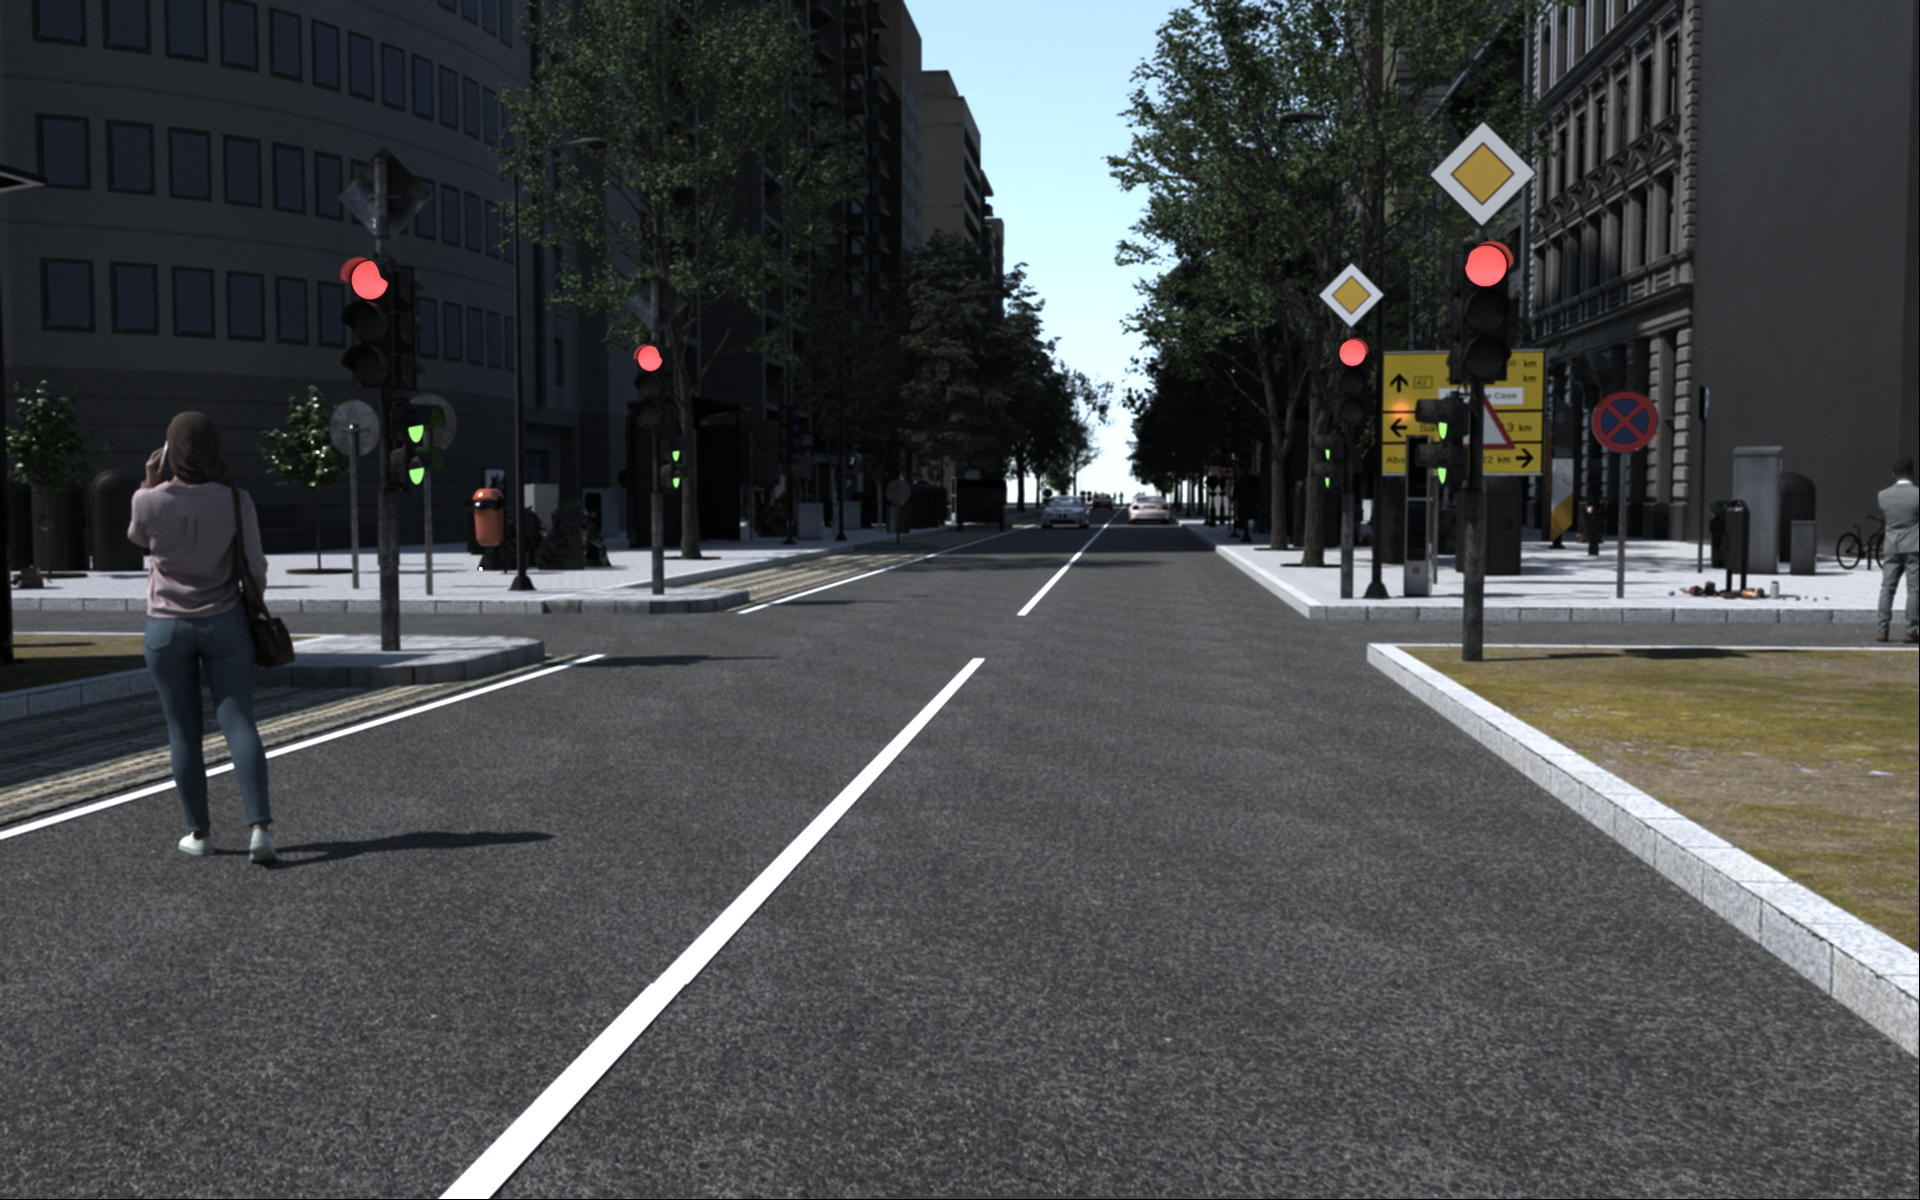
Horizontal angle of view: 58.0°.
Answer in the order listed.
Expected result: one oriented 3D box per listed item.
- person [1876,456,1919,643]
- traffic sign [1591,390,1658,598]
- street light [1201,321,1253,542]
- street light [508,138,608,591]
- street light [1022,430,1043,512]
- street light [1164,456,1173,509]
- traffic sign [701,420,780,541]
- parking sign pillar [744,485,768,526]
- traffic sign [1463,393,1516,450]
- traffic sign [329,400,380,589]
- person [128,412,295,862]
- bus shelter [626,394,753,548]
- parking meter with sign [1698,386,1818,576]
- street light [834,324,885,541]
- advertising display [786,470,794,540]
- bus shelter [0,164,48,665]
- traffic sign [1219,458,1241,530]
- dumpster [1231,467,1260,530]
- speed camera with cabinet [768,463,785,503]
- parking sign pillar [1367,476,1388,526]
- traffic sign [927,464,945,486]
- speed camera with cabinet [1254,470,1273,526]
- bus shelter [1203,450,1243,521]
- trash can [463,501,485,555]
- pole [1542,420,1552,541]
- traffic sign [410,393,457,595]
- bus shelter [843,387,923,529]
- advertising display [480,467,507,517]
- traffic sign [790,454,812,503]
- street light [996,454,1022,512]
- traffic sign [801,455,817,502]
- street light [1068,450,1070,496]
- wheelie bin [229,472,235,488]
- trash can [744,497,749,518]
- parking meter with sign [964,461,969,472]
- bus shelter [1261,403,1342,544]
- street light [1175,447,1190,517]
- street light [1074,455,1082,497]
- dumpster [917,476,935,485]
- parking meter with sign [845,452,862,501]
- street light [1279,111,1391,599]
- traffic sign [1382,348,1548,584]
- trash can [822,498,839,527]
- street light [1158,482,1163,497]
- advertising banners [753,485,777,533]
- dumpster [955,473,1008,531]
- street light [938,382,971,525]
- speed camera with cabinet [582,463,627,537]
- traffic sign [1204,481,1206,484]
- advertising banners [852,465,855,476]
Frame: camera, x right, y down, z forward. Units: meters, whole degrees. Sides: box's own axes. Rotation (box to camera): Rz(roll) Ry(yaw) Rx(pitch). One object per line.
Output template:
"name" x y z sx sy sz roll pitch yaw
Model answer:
"person" 9.173 -0.495 16.780 0.511 1.800 0.466 3 4 36
"traffic sign" 8.131 -1.293 21.251 0.768 2.556 0.104 1 4 15
"street light" 7.076 -4.491 45.962 1.470 5.913 1.316 0 4 6
"street light" -5.290 -3.075 22.814 1.470 5.913 1.316 0 4 6
"street light" 5.115 -9.314 124.823 1.470 5.913 1.316 0 4 6
"street light" 12.428 -7.691 98.293 1.470 5.913 1.316 0 4 6
"traffic sign" -6.067 -3.288 47.632 2.265 3.308 0.079 0 4 6
"parking sign pillar" -7.985 -4.977 69.852 1.447 3.967 1.447 -1 4 -10
"traffic sign" 6.220 -1.276 20.860 0.884 2.594 0.081 0 4 6
"traffic sign" -8.197 -1.426 23.423 0.768 2.556 0.104 1 4 13
"person" -2.914 0.142 6.770 0.593 1.750 0.643 -2 4 -25
"bus shelter" -6.779 -3.225 44.011 1.731 3.624 6.357 0 4 6
"parking meter with sign" 12.739 -1.919 27.644 1.738 3.016 0.543 2 4 30
"street light" -2.733 -4.580 47.419 1.470 5.913 1.316 0 4 6
"advertising display" -4.544 -2.506 46.189 0.123 1.923 0.974 -1 4 -10
"bus shelter" -7.925 -1.144 9.995 1.731 3.624 6.357 0 4 6
"traffic sign" 9.602 -3.761 61.604 0.768 2.556 0.104 1 4 13
"dumpster" 10.618 -3.707 63.101 1.502 2.255 1.985 0 4 6
"speed camera with cabinet" -8.925 -5.293 80.882 0.660 3.252 2.038 -3 4 -37
"parking sign pillar" 17.362 -5.024 70.615 1.447 3.967 1.447 2 4 34
"traffic sign" -1.041 -4.517 73.954 0.768 2.556 0.104 1 4 12
"speed camera with cabinet" 11.777 -4.406 66.369 0.660 3.252 2.038 1 4 22
"bus shelter" 12.181 -5.224 79.335 2.014 3.302 5.546 0 4 6
"trash can" -10.137 -1.532 36.696 0.748 1.137 0.748 0 3 0
"pole" 16.097 -3.282 47.497 0.158 3.312 0.155 0 3 0
"traffic sign" -6.742 -1.335 21.932 0.768 2.556 0.104 1 4 8
"bus shelter" -3.049 -5.506 67.648 2.179 5.291 8.768 0 4 6
"advertising display" -11.314 -2.252 42.029 0.123 1.923 0.974 1 4 16
"traffic sign" -5.216 -3.430 56.079 0.884 2.594 0.081 1 4 9
"street light" 2.669 -7.793 99.964 1.470 5.913 1.316 0 4 6
"traffic sign" -5.068 -3.478 56.969 0.768 2.556 0.104 1 4 13
"street light" 10.826 -12.767 181.282 1.470 5.913 1.316 0 4 6
"wheelie bin" -10.219 -0.953 23.490 0.980 1.594 0.693 -2 4 -33
"trash can" -10.908 -4.798 90.096 0.748 1.137 0.748 0 3 0
"parking meter with sign" 0.401 -5.927 93.172 0.543 3.016 1.738 1 4 13
"bus shelter" 9.350 -3.443 47.581 1.731 3.624 6.357 0 4 6
"street light" 9.611 -6.022 71.006 1.470 5.913 1.316 0 4 6
"street light" 13.431 -14.263 205.736 1.470 5.913 1.316 0 4 6
"dumpster" -1.945 -5.423 91.160 1.502 2.255 1.985 0 4 6
"parking meter with sign" -4.468 -4.571 71.000 0.543 3.016 1.738 1 4 10
"street light" 4.578 -2.974 21.161 1.470 5.913 1.316 0 4 6
"traffic sign" 7.077 -1.872 24.479 2.265 3.308 0.079 1 4 13
"trash can" -4.980 -3.387 67.038 0.748 1.137 0.748 0 3 0
"street light" 14.910 -9.195 122.881 1.470 5.913 1.316 0 4 6
"advertising banners" -6.523 -3.804 58.377 0.090 3.025 2.074 1 4 17
"dumpster" 0.815 -3.757 66.381 1.985 2.255 1.502 0 4 6
"street light" -0.223 -6.087 72.066 1.470 5.913 1.316 0 4 6
"speed camera with cabinet" -10.304 -3.497 51.515 2.038 3.252 0.660 2 4 30
"traffic sign" 13.086 -5.492 89.803 0.884 2.594 0.081 1 4 12
"advertising banners" -5.020 -6.030 94.778 2.074 3.025 0.090 -2 4 -30
